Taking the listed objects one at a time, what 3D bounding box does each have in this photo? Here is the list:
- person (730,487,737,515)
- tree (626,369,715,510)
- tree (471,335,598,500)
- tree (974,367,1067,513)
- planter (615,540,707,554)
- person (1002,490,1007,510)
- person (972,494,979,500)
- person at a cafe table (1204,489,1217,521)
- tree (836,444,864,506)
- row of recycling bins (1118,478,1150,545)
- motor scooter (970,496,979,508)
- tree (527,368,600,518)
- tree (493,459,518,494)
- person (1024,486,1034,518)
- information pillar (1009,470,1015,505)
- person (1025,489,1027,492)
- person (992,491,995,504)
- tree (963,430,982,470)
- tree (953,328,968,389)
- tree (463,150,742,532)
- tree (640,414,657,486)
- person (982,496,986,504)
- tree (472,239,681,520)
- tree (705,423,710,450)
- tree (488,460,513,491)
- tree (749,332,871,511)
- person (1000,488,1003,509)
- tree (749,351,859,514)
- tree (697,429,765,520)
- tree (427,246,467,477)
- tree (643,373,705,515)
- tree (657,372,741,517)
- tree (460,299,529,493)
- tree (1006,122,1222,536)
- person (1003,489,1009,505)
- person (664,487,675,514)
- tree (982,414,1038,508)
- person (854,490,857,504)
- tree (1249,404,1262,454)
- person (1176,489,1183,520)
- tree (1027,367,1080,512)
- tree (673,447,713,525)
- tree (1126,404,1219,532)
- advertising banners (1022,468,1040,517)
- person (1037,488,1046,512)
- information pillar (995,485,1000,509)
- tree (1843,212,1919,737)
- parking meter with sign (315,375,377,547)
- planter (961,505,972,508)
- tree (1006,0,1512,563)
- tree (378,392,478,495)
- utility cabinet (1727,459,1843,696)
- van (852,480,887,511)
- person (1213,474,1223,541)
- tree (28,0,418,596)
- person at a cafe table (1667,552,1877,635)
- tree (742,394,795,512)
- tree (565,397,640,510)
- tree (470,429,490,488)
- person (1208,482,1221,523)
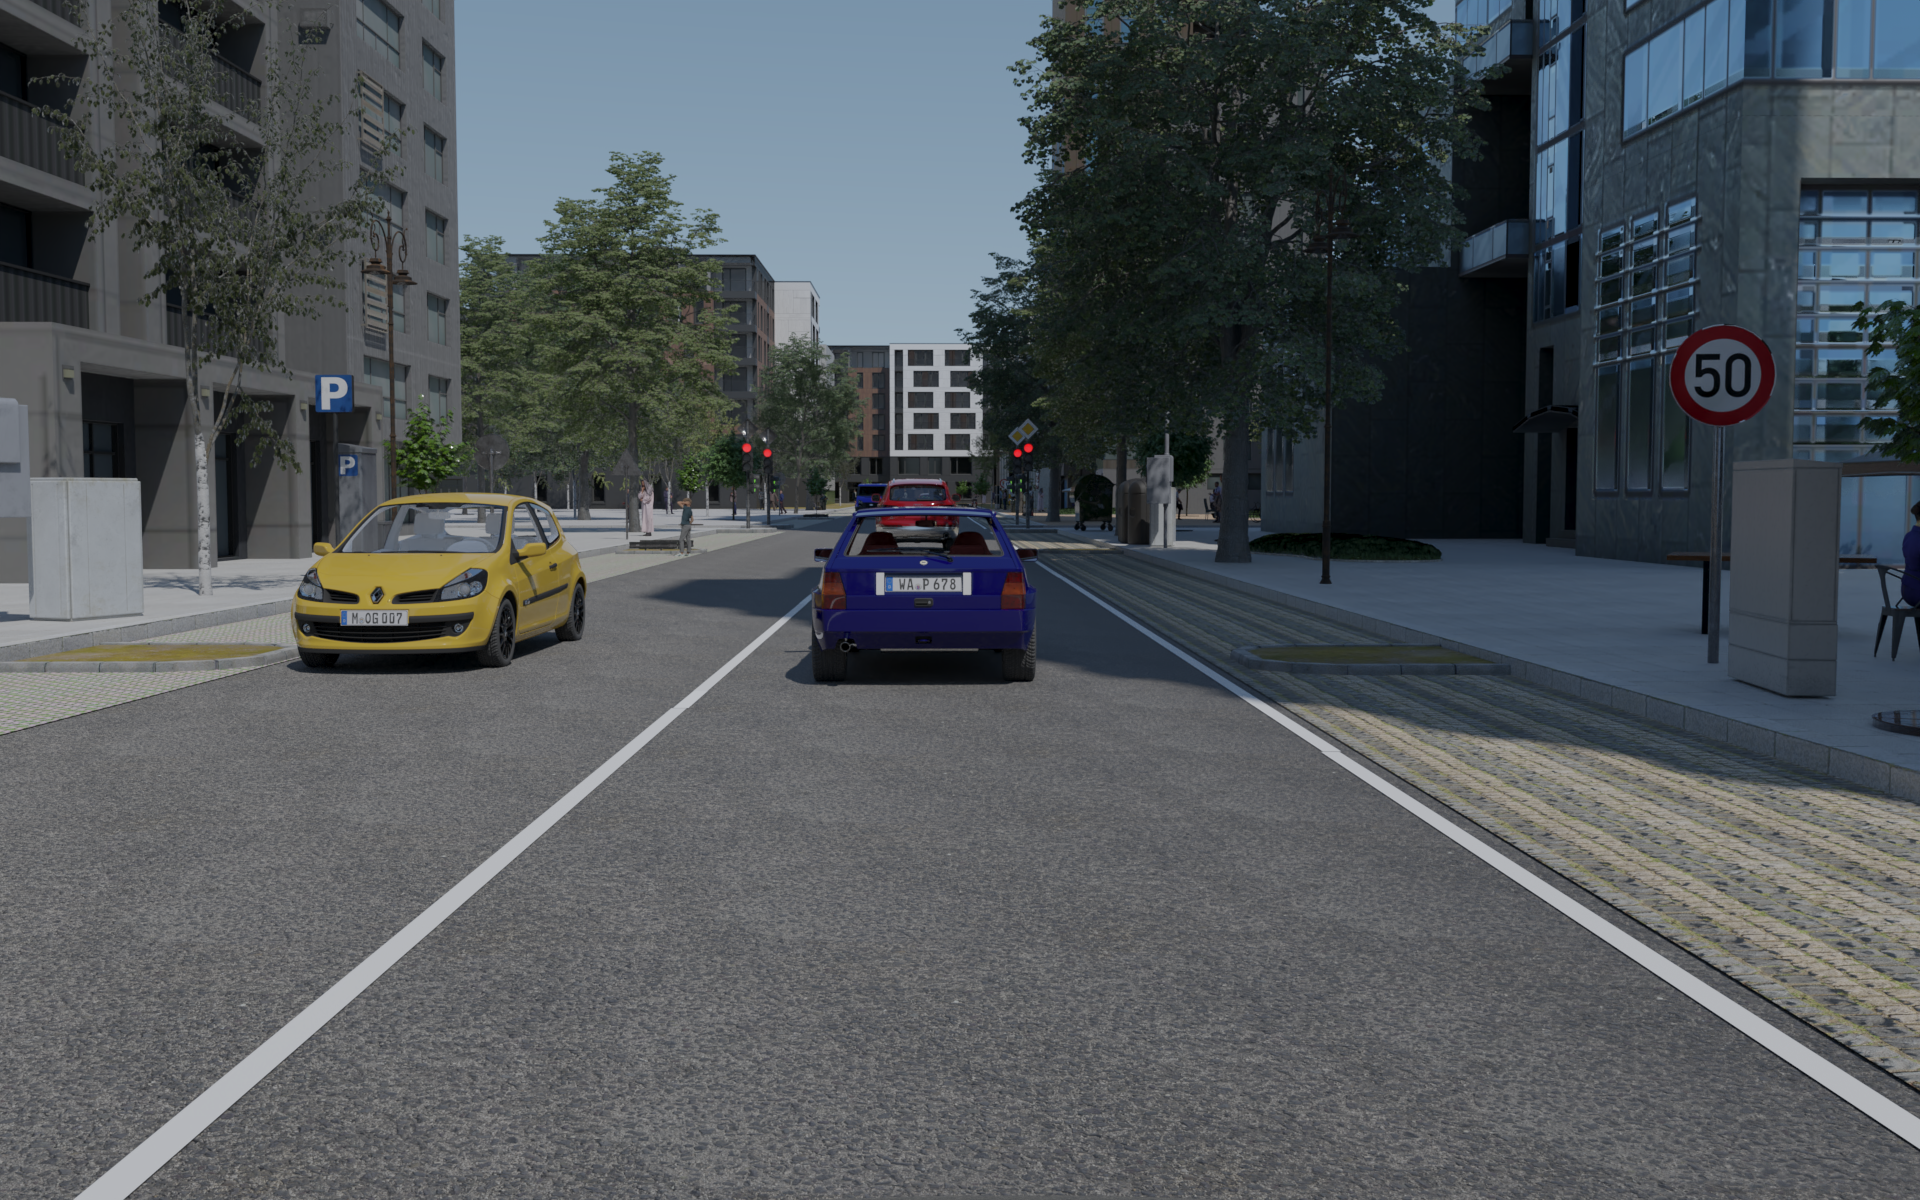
[{"bbox_3d":[-13.847,-6.044,105.686,0.431,1.722,0.655,0,4,-4],"label":"person"},{"bbox_3d":[-23.650,-13.144,140.654,9.928,11.665,9.643,0,3,0],"label":"tree"},{"bbox_3d":[-30.632,-12.705,124.733,9.611,12.733,9.660,0,3,0],"label":"tree"},{"bbox_3d":[4.375,-11.122,116.258,7.601,10.594,8.767,1,4,9],"label":"tree"},{"bbox_3d":[-7.192,-1.276,42.006,1.991,0.319,1.994,0,4,-1],"label":"planter"},{"bbox_3d":[3.513,-7.919,137.477,0.435,1.587,0.963,0,4,-3],"label":"person"},{"bbox_3d":[2.005,-13.259,223.541,1.217,1.736,0.721,3,4,36],"label":"person"},{"bbox_3d":[12.512,-4.554,82.965,1.622,1.524,1.698,1,4,23],"label":"person at a cafe table"},{"bbox_3d":[-12.915,-14.656,189.990,4.360,8.622,3.978,0,3,0],"label":"tree"},{"bbox_3d":[4.671,-2.342,45.399,1.069,1.692,3.534,0,3,0],"label":"row of recycling bins"},{"bbox_3d":[1.173,-7.871,141.470,0.815,1.314,1.986,0,3,0],"label":"motor scooter"},{"bbox_3d":[-20.209,-8.648,91.753,4.360,8.622,3.978,0,3,0],"label":"tree"},{"bbox_3d":[-28.221,-10.130,115.982,4.360,8.622,3.978,0,3,0],"label":"tree"},{"bbox_3d":[3.802,-5.341,94.097,0.376,1.734,0.841,-1,4,-23],"label":"person"},{"bbox_3d":[3.888,-8.452,129.543,0.504,3.616,0.183,-2,4,-30],"label":"information pillar"},{"bbox_3d":[5.985,-9.089,155.374,0.721,1.735,1.217,3,4,36],"label":"person"},{"bbox_3d":[4.104,-12.405,209.788,0.541,1.710,0.530,1,4,21],"label":"person"},{"bbox_3d":[2.789,-13.071,164.066,4.737,8.622,4.395,0,3,0],"label":"tree"},{"bbox_3d":[4.308,-10.594,79.870,9.857,13.997,8.962,0,3,0],"label":"tree"},{"bbox_3d":[-10.906,-8.515,57.344,7.486,12.596,7.792,0,3,0],"label":"tree"},{"bbox_3d":[-21.134,-10.234,117.688,4.737,8.622,4.395,0,3,0],"label":"tree"},{"bbox_3d":[3.099,-13.085,220.658,0.551,1.740,0.621,-2,4,-25],"label":"person"},{"bbox_3d":[-18.572,-10.884,84.614,9.857,13.997,8.962,0,3,0],"label":"tree"},{"bbox_3d":[-19.877,-10.675,124.896,4.360,8.622,3.978,0,3,0],"label":"tree"},{"bbox_3d":[-37.324,-11.491,138.247,4.737,8.622,4.395,0,3,0],"label":"tree"},{"bbox_3d":[-11.746,-13.943,134.615,9.857,13.997,8.962,0,3,0],"label":"tree"},{"bbox_3d":[3.567,-8.887,151.333,0.705,1.826,1.348,-1,4,-18],"label":"person"},{"bbox_3d":[-10.384,-10.893,112.510,7.601,10.594,8.767,1,4,15],"label":"tree"},{"bbox_3d":[-11.017,-6.173,84.648,4.285,4.588,4.351,0,3,0],"label":"tree"},{"bbox_3d":[-20.960,-9.636,75.673,7.486,12.596,7.792,0,3,0],"label":"tree"},{"bbox_3d":[-17.787,-9.491,105.538,4.360,8.622,3.978,0,3,0],"label":"tree"},{"bbox_3d":[-14.214,-8.983,97.240,4.737,8.622,4.395,0,3,0],"label":"tree"},{"bbox_3d":[-30.309,-11.973,106.131,12.009,13.543,11.850,0,3,0],"label":"tree"},{"bbox_3d":[5.144,-8.226,52.628,7.486,12.596,7.792,0,3,0],"label":"tree"},{"bbox_3d":[4.720,-10.593,179.265,0.705,1.821,1.348,2,4,24],"label":"person"},{"bbox_3d":[-18.538,-6.360,110.477,0.683,1.767,0.568,-3,4,-38],"label":"person"},{"bbox_3d":[4.550,-11.152,132.698,4.737,8.622,4.395,0,3,0],"label":"tree"},{"bbox_3d":[-12.343,-11.982,202.736,0.721,1.735,1.217,0,4,0],"label":"person"},{"bbox_3d":[18.897,-9.187,100.572,4.737,8.622,4.395,0,3,0],"label":"tree"},{"bbox_3d":[10.759,-4.736,85.689,0.590,1.554,0.614,0,4,5],"label":"person"},{"bbox_3d":[5.350,-8.695,92.523,4.360,8.622,3.978,0,3,0],"label":"tree"},{"bbox_3d":[-10.956,-4.689,71.272,1.663,3.219,1.824,0,3,0],"label":"tree"},{"bbox_3d":[7.283,-4.654,59.803,4.285,4.588,4.351,0,3,0],"label":"tree"},{"bbox_3d":[4.077,-6.297,99.141,0.090,3.025,2.074,-2,4,-25],"label":"advertising banners"},{"bbox_3d":[5.889,-7.273,125.626,0.621,1.740,0.551,1,4,11],"label":"person"},{"bbox_3d":[3.108,-8.540,144.128,0.304,2.012,0.304,-2,4,-29],"label":"information pillar"},{"bbox_3d":[5.661,-0.897,9.267,1.663,3.219,1.824,0,3,0],"label":"tree"},{"bbox_3d":[-9.111,-1.832,26.207,0.543,3.016,1.738,0,4,2],"label":"parking meter with sign"},{"bbox_3d":[0.781,-9.367,174.284,1.991,0.319,1.994,0,4,-1],"label":"planter"},{"bbox_3d":[5.114,-7.687,32.340,9.857,13.997,8.962,0,3,0],"label":"tree"},{"bbox_3d":[-10.343,-2.358,33.154,1.663,3.219,1.824,0,3,0],"label":"tree"},{"bbox_3d":[5.405,-0.164,11.364,0.318,1.500,1.173,0,4,7],"label":"utility cabinet"},{"bbox_3d":[-4.985,-5.857,100.152,2.240,2.365,5.245,0,4,0],"label":"van"},{"bbox_3d":[7.053,-2.502,46.814,0.599,1.838,0.709,2,4,34],"label":"person"},{"bbox_3d":[-9.319,-4.361,21.672,4.360,8.622,3.978,0,3,0],"label":"tree"},{"bbox_3d":[7.588,-0.328,16.232,1.698,1.238,1.726,2,4,25],"label":"person at a cafe table"},{"bbox_3d":[-14.018,-10.707,125.414,4.360,8.622,3.978,0,3,0],"label":"tree"},{"bbox_3d":[-21.096,-9.003,97.559,4.737,8.622,4.395,0,3,0],"label":"tree"},{"bbox_3d":[-37.889,-11.869,144.412,4.360,8.622,3.978,0,3,0],"label":"tree"},{"bbox_3d":[11.333,-4.344,76.943,0.599,1.838,0.709,-1,4,-18],"label":"person"}]
